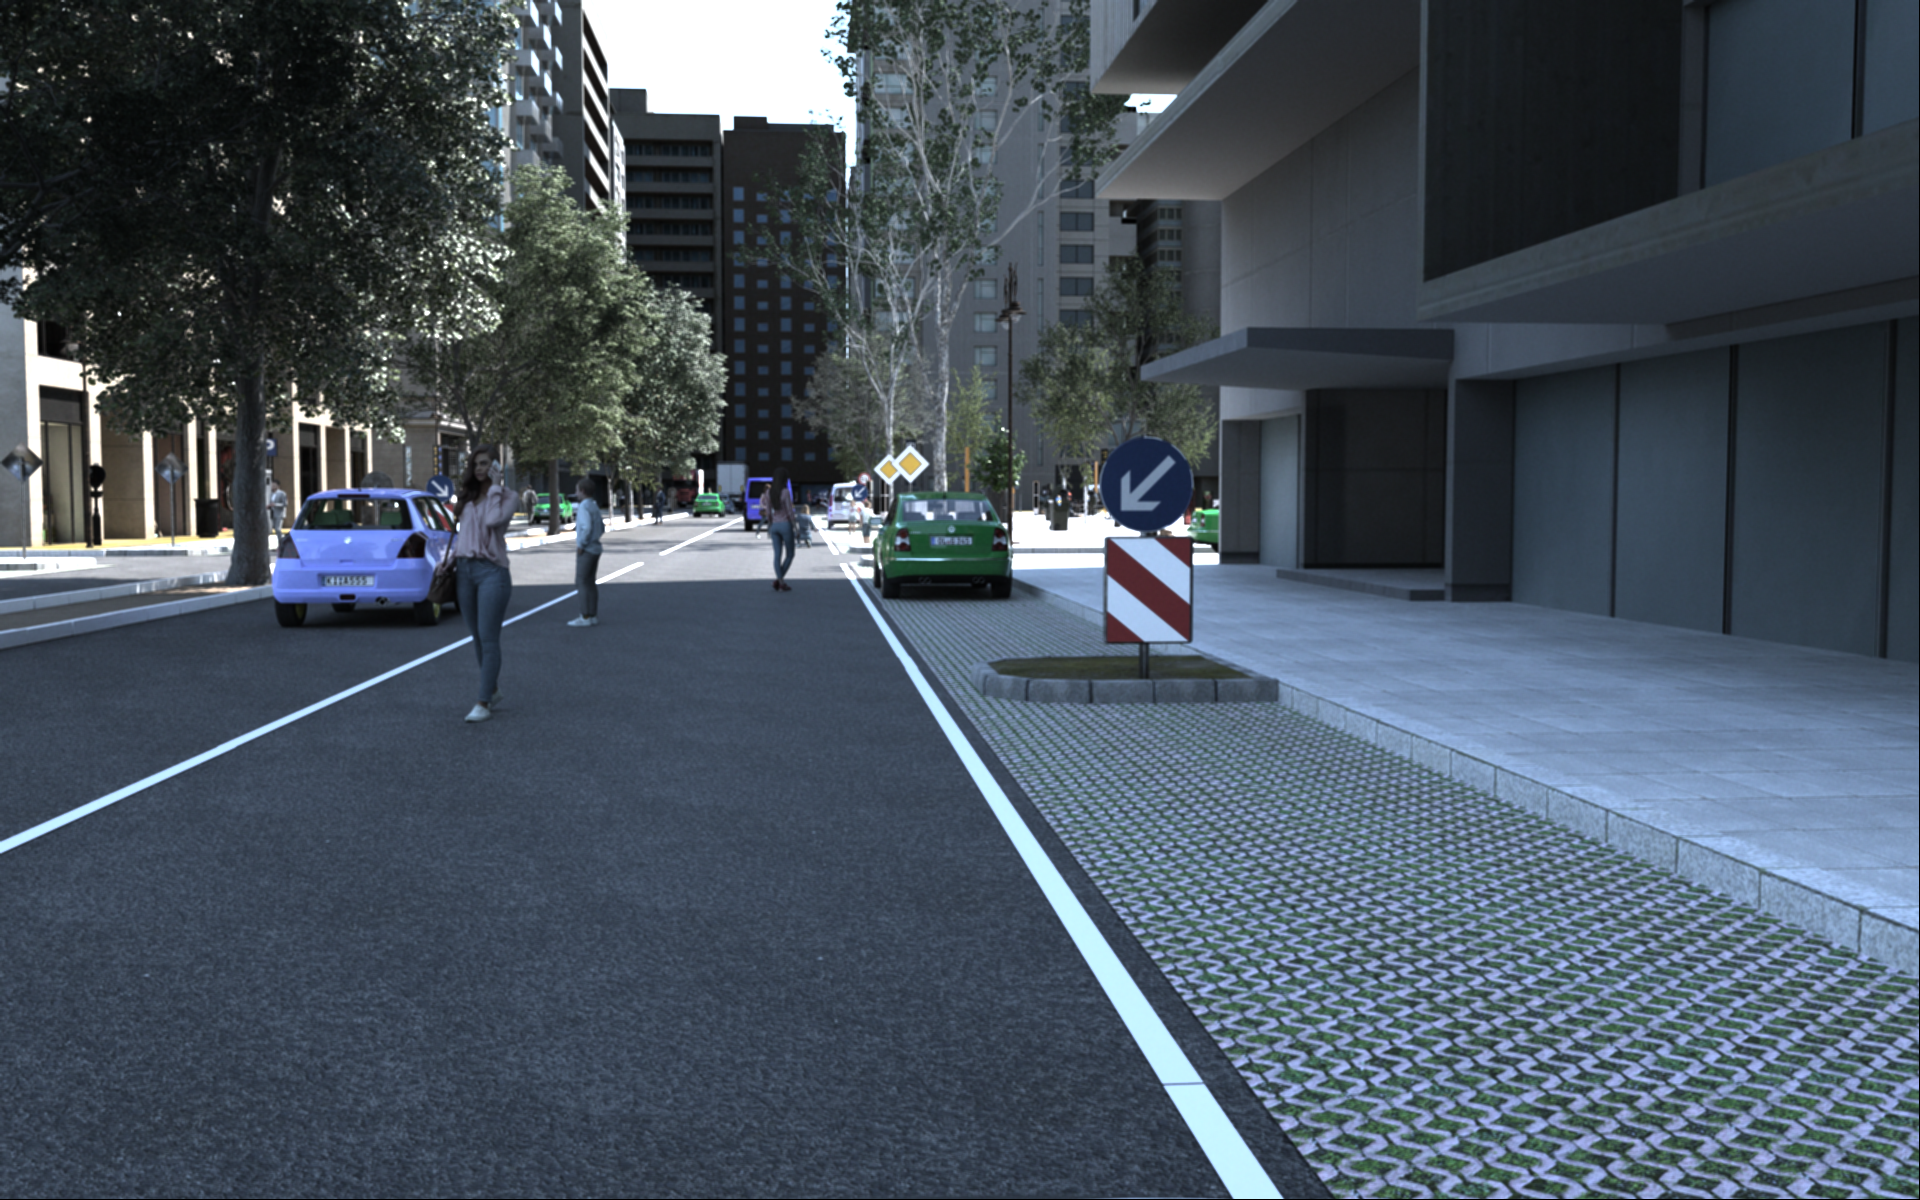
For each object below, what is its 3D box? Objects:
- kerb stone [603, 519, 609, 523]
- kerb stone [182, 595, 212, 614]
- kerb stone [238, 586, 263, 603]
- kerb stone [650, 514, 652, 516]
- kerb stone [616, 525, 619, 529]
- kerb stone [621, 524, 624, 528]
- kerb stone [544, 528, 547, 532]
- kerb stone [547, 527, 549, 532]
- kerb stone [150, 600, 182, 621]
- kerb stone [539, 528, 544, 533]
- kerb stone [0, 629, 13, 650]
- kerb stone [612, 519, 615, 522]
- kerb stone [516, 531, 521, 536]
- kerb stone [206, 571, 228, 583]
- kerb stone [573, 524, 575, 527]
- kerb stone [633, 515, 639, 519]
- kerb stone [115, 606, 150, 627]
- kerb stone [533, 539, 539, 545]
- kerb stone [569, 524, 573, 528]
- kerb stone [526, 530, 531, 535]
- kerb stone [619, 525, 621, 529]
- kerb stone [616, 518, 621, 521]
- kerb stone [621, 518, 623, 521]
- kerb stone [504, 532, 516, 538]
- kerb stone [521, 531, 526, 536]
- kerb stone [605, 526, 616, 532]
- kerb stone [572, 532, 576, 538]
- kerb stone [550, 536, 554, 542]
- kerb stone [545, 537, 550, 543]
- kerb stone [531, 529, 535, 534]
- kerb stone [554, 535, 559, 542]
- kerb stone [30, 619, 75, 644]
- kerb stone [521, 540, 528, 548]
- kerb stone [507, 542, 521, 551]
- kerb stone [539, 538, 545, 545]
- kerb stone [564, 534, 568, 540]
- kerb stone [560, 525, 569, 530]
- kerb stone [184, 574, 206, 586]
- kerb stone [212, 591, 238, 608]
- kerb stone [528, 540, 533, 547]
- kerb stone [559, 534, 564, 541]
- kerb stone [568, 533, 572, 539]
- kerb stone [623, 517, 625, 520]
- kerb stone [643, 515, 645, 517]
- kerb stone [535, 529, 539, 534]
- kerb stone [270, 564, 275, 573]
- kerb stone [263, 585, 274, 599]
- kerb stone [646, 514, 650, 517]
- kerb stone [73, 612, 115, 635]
[{"bbox_3d":[-17.657,-3.948,86.749,0.120,0.150,1.000,0,4,-5],"label":"kerb stone"},{"bbox_3d":[-9.361,0.071,21.062,0.120,0.150,1.000,0,4,-5],"label":"kerb stone"},{"bbox_3d":[-9.555,-0.053,23.107,0.120,0.150,1.000,0,4,-5],"label":"kerb stone"},{"bbox_3d":[-19.864,-5.383,110.221,0.120,0.150,1.000,0,4,-5],"label":"kerb stone"},{"bbox_3d":[-13.938,-2.900,69.614,0.120,0.150,1.000,0,4,-5],"label":"kerb stone"},{"bbox_3d":[-14.124,-3.025,71.652,0.120,0.150,1.000,0,4,-5],"label":"kerb stone"},{"bbox_3d":[-15.544,-2.575,64.296,0.120,0.150,1.000,0,4,-5],"label":"kerb stone"},{"bbox_3d":[-15.644,-2.637,65.313,0.120,0.150,1.000,0,4,-5],"label":"kerb stone"},{"bbox_3d":[-9.266,0.132,20.036,0.120,0.150,1.000,0,4,-5],"label":"kerb stone"},{"bbox_3d":[-15.444,-2.508,63.279,0.120,0.150,1.000,0,4,-5],"label":"kerb stone"},{"bbox_3d":[-8.879,0.382,15.956,0.120,0.150,1.000,0,4,-5],"label":"kerb stone"},{"bbox_3d":[-17.747,-4.012,87.784,0.120,0.150,1.000,0,4,-5],"label":"kerb stone"},{"bbox_3d":[-14.970,-2.200,58.171,0.120,0.150,1.000,0,4,-5],"label":"kerb stone"},{"bbox_3d":[-12.125,-0.358,28.047,0.120,0.150,1.000,0,4,-5],"label":"kerb stone"},{"bbox_3d":[-16.305,-3.074,72.454,0.120,0.150,1.000,0,4,-5],"label":"kerb stone"},{"bbox_3d":[-19.198,-4.947,103.080,0.120,0.150,1.000,0,4,-5],"label":"kerb stone"},{"bbox_3d":[-9.171,0.194,19.018,0.120,0.150,1.000,0,4,-5],"label":"kerb stone"},{"bbox_3d":[-11.924,-1.589,48.172,0.120,0.150,1.000,0,4,-5],"label":"kerb stone"},{"bbox_3d":[-16.212,-3.012,71.433,0.120,0.150,1.000,0,4,-5],"label":"kerb stone"},{"bbox_3d":[-15.157,-2.326,60.219,0.120,0.150,1.000,0,4,-5],"label":"kerb stone"},{"bbox_3d":[-14.023,-2.955,70.635,0.120,0.150,1.000,0,4,-5],"label":"kerb stone"},{"bbox_3d":[-18.043,-4.199,90.841,0.120,0.150,1.000,0,4,-5],"label":"kerb stone"},{"bbox_3d":[-18.135,-4.261,91.864,0.120,0.150,1.000,0,4,-5],"label":"kerb stone"},{"bbox_3d":[-14.864,-2.131,57.155,0.120,0.150,1.000,0,4,-5],"label":"kerb stone"},{"bbox_3d":[-15.056,-2.260,59.190,0.120,0.150,1.000,0,4,-5],"label":"kerb stone"},{"bbox_3d":[-13.828,-2.838,68.591,0.120,0.150,1.000,0,4,-5],"label":"kerb stone"},{"bbox_3d":[-12.679,-2.085,56.331,0.120,0.150,1.000,0,4,-5],"label":"kerb stone"},{"bbox_3d":[-12.203,-1.776,51.231,0.120,0.150,1.000,0,4,-5],"label":"kerb stone"},{"bbox_3d":[-12.106,-1.711,50.208,0.120,0.150,1.000,0,4,-5],"label":"kerb stone"},{"bbox_3d":[-15.253,-2.388,61.237,0.120,0.150,1.000,0,4,-5],"label":"kerb stone"},{"bbox_3d":[-12.299,-1.838,52.249,0.120,0.150,1.000,0,4,-5],"label":"kerb stone"},{"bbox_3d":[-8.976,0.326,16.974,0.120,0.150,1.000,0,4,-5],"label":"kerb stone"},{"bbox_3d":[-11.724,-1.463,46.137,0.120,0.150,1.000,0,4,-5],"label":"kerb stone"},{"bbox_3d":[-11.631,-1.402,45.119,0.120,0.150,1.000,0,4,-5],"label":"kerb stone"},{"bbox_3d":[-12.001,-1.651,49.191,0.120,0.150,1.000,0,4,-5],"label":"kerb stone"},{"bbox_3d":[-12.493,-1.963,54.284,0.120,0.150,1.000,0,4,-5],"label":"kerb stone"},{"bbox_3d":[-16.114,-2.948,70.403,0.120,0.150,1.000,0,4,-5],"label":"kerb stone"},{"bbox_3d":[-12.033,-0.293,27.029,0.120,0.150,1.000,0,4,-5],"label":"kerb stone"},{"bbox_3d":[-9.461,0.012,22.080,0.120,0.150,1.000,0,4,-5],"label":"kerb stone"},{"bbox_3d":[-11.822,-1.527,47.155,0.120,0.150,1.000,0,4,-5],"label":"kerb stone"},{"bbox_3d":[-12.394,-1.900,53.266,0.120,0.150,1.000,0,4,-5],"label":"kerb stone"},{"bbox_3d":[-12.587,-2.024,55.302,0.120,0.150,1.000,0,4,-5],"label":"kerb stone"},{"bbox_3d":[-18.239,-4.321,92.881,0.120,0.150,1.000,0,4,-5],"label":"kerb stone"},{"bbox_3d":[-19.383,-5.072,105.124,0.120,0.150,1.000,0,4,-5],"label":"kerb stone"},{"bbox_3d":[-15.348,-2.450,62.255,0.120,0.150,1.000,0,4,-5],"label":"kerb stone"},{"bbox_3d":[-12.416,-0.544,31.108,0.120,0.150,1.000,0,4,-5],"label":"kerb stone"},{"bbox_3d":[-9.649,-0.118,24.127,0.120,0.150,1.000,0,4,-5],"label":"kerb stone"},{"bbox_3d":[-19.780,-5.322,109.202,0.120,0.150,1.000,0,4,-5],"label":"kerb stone"},{"bbox_3d":[-9.065,0.259,18.002,0.120,0.150,1.000,0,4,-5],"label":"kerb stone"}]
